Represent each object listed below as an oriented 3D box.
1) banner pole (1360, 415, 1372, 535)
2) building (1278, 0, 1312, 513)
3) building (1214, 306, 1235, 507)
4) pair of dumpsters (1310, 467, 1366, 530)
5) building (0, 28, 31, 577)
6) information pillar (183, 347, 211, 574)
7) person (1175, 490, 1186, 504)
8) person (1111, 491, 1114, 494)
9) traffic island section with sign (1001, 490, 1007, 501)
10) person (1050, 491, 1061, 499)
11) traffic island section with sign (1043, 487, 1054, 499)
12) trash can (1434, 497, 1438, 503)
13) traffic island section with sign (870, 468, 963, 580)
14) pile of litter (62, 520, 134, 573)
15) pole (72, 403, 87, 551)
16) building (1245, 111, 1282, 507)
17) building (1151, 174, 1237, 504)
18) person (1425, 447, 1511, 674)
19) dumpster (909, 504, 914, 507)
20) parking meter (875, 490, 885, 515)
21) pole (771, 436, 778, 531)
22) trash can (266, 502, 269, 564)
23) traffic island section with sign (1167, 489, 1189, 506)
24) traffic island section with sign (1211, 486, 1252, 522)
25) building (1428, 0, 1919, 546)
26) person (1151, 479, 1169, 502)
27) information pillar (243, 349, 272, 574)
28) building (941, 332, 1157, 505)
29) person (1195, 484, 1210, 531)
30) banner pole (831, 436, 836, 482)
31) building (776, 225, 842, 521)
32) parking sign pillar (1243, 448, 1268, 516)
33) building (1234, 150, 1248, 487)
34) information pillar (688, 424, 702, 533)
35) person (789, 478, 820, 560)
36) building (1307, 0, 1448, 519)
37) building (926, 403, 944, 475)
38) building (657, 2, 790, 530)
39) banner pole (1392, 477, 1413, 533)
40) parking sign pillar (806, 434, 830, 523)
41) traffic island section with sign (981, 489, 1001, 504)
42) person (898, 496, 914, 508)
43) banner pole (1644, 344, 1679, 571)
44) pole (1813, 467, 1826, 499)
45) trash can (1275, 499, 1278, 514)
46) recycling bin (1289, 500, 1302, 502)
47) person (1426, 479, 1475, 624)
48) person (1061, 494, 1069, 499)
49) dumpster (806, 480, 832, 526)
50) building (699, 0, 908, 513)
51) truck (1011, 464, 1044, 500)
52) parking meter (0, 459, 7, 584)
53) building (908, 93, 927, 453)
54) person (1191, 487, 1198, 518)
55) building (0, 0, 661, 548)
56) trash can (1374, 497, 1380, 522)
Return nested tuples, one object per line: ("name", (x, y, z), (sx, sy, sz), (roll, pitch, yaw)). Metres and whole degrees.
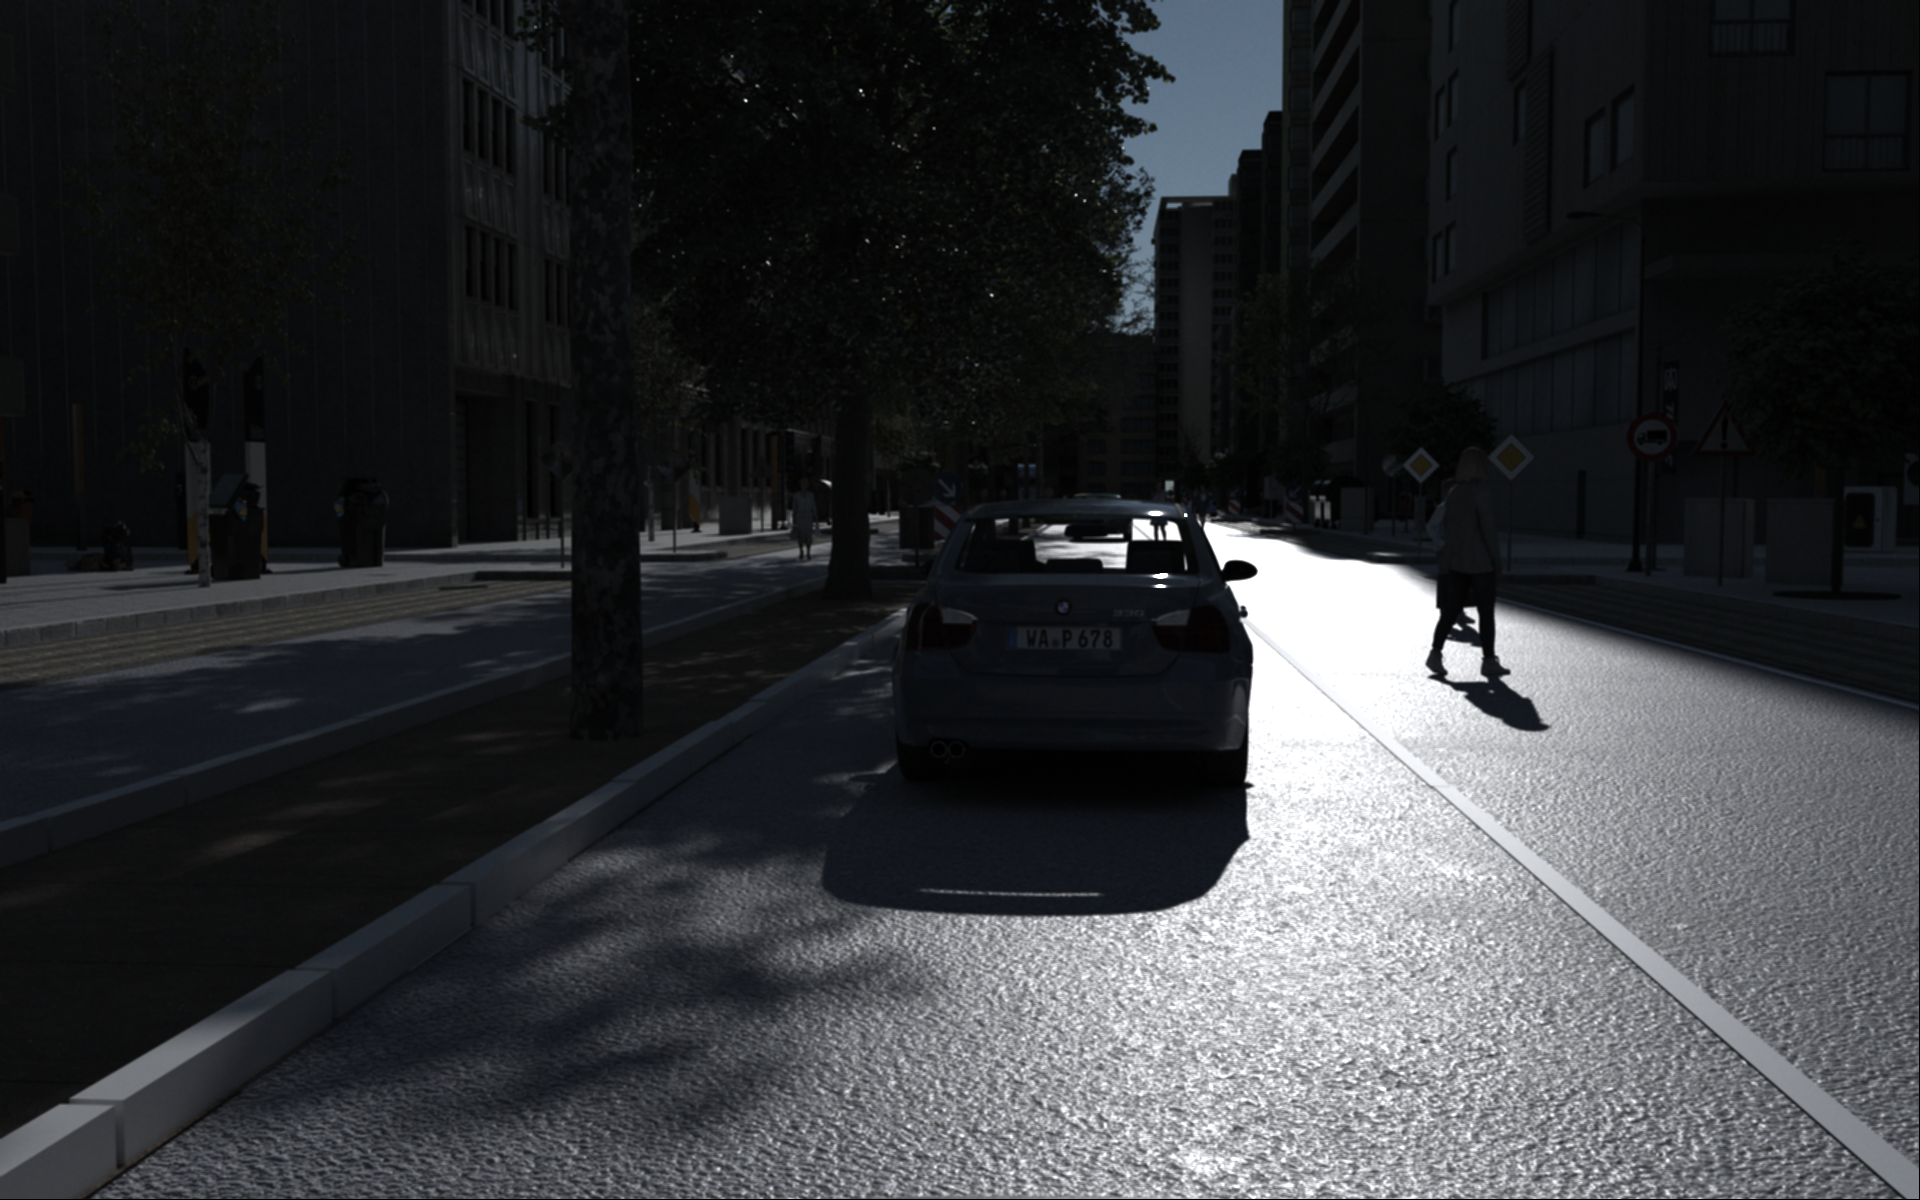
("banner pole", (12.982, -3.981, 55.114), (0.401, 3.779, 0.863), (1, 4, 23))
("building", (28.971, -26.627, 118.948), (14.154, 41.232, 14.086), (0, 4, 5))
("building", (39.782, -19.797, 168.717), (27.650, 21.520, 28.899), (0, 4, 5))
("pair of dumpsters", (14.030, -3.776, 64.227), (1.574, 2.255, 4.437), (0, 4, 5))
("building", (-30.162, -10.337, 14.057), (28.899, 21.520, 27.650), (0, 4, 5))
("information pillar", (-12.237, -2.229, 27.793), (0.183, 3.616, 0.504), (1, 4, 17))
("person", (18.430, -8.267, 144.382), (1.217, 1.735, 0.721), (-2, 4, -27))
("person", (16.075, -10.669, 183.760), (0.721, 1.723, 1.217), (-1, 4, -22))
("traffic island section with sign", (4.254, -9.685, 166.974), (1.989, 1.847, 2.006), (0, 4, 5))
("person", (10.269, -10.901, 186.825), (1.348, 1.812, 0.705), (0, 4, 0))
("traffic island section with sign", (5.700, -6.357, 112.075), (2.006, 1.907, 1.989), (0, 4, 5))
("trash can", (21.851, -4.088, 78.488), (0.748, 1.137, 0.748), (0, 3, 0))
("traffic island section with sign", (-0.808, -1.324, 29.786), (2.006, 1.907, 1.989), (0, 4, 5))
("pile of litter", (-14.428, -0.922, 29.040), (1.176, 0.858, 1.719), (-1, 4, -10))
("pole", (-19.851, -2.765, 39.052), (0.158, 3.312, 0.155), (0, 3, 0))
("building", (30.011, -22.124, 133.431), (14.160, 30.474, 14.107), (0, 4, 5))
("building", (35.778, -31.858, 212.758), (23.993, 40.220, 32.217), (0, 4, 5))
("person", (4.002, -0.312, 13.790), (0.728, 1.800, 0.709), (-1, 4, -22))
("dumpster", (-2.868, -6.383, 106.862), (1.502, 2.255, 1.985), (0, 4, 4))
("parking meter", (-4.836, -6.038, 107.135), (0.372, 1.533, 0.369), (0, 3, 0))
("pole", (-6.522, -4.098, 60.850), (0.158, 3.312, 0.155), (0, 3, 0))
("trash can", (-12.400, -1.129, 30.121), (0.748, 1.137, 0.748), (0, 3, 0))
("traffic island section with sign", (17.798, -7.928, 138.256), (1.989, 1.847, 2.006), (0, 4, 5))
("traffic island section with sign", (13.885, -4.903, 88.789), (1.989, 1.847, 2.006), (0, 4, 5))
("building", (30.097, -28.315, 52.195), (27.495, 52.752, 28.713), (0, 4, 5))
("person", (5.173, -2.239, 45.199), (0.616, 1.811, 0.778), (1, 4, 23))
("information pillar", (-11.260, -2.223, 27.701), (0.183, 3.616, 0.504), (0, 4, 6))
("building", (9.118, -22.491, 212.764), (28.899, 21.520, 27.650), (0, 4, 5))
("person", (9.499, -3.614, 67.606), (0.581, 1.822, 0.654), (2, 4, 25))
("banner pole", (-5.355, -5.172, 74.582), (0.401, 3.779, 0.863), (-3, 5, -43))
("building", (-12.231, -13.877, 91.511), (10.561, 19.102, 19.286), (0, 4, 5))
("parking sign pillar", (17.164, -6.858, 100.594), (1.447, 3.967, 1.447), (-1, 4, -14))
("building", (30.387, -22.994, 147.655), (14.160, 30.474, 14.107), (0, 4, 5))
("information pillar", (-8.857, -4.061, 57.759), (0.183, 3.616, 0.504), (2, 4, 30))
("person", (-3.358, -1.768, 37.754), (0.694, 1.780, 0.624), (0, 4, 6))
("building", (31.479, -28.879, 95.865), (21.300, 48.544, 21.600), (0, 4, 5))
("building", (-13.956, -29.333, 171.474), (23.993, 40.220, 32.217), (0, 4, 5))
("building", (-14.394, -14.384, 71.332), (11.583, 22.565, 21.152), (0, 4, 5))
("banner pole", (14.598, -4.111, 57.228), (0.863, 3.779, 0.401), (-2, 4, -27))
("parking sign pillar", (-6.551, -5.449, 77.563), (1.447, 3.967, 1.447), (1, 4, 9))
("traffic island section with sign", (2.080, -8.007, 139.535), (1.989, 1.847, 2.006), (0, 4, 5))
("person", (-2.735, -4.725, 86.022), (0.850, 1.792, 0.678), (3, 4, 39))
("banner pole", (11.700, -2.372, 28.794), (0.401, 3.779, 0.863), (0, 4, -8))
("pole", (13.838, -2.080, 27.859), (0.158, 3.312, 0.155), (0, 3, 0))
("trash can", (19.153, -5.782, 106.184), (0.748, 1.137, 0.748), (0, 3, 0))
("recycling bin", (15.043, -3.945, 77.049), (0.722, 1.027, 0.722), (0, 4, 1))
("person", (5.426, -0.540, 19.142), (0.589, 1.601, 0.330), (-2, 4, -25))
("person", (8.957, -8.344, 148.108), (0.799, 1.438, 0.628), (-2, 4, -33))
("dumpster", (-5.759, -3.985, 70.914), (1.264, 1.857, 1.865), (0, 4, 5))
("building", (-15.482, -30.615, 124.253), (21.300, 48.544, 21.600), (0, 4, 5))
("truck", (6.549, -10.516, 161.689), (2.967, 4.110, 18.799), (0, 4, 4))
("parking meter", (-13.866, -1.166, 24.783), (0.399, 1.863, 0.255), (3, 5, 42))
("building", (-10.359, -28.061, 142.392), (14.154, 41.232, 14.086), (0, 4, 5))
("person", (13.268, -5.442, 97.435), (0.622, 1.834, 0.822), (1, 4, 19))
("building", (-17.283, -14.236, 50.777), (12.078, 24.808, 19.932), (0, 4, 5))
("trash can", (18.822, -4.127, 79.131), (0.748, 1.137, 0.748), (0, 3, 0))
